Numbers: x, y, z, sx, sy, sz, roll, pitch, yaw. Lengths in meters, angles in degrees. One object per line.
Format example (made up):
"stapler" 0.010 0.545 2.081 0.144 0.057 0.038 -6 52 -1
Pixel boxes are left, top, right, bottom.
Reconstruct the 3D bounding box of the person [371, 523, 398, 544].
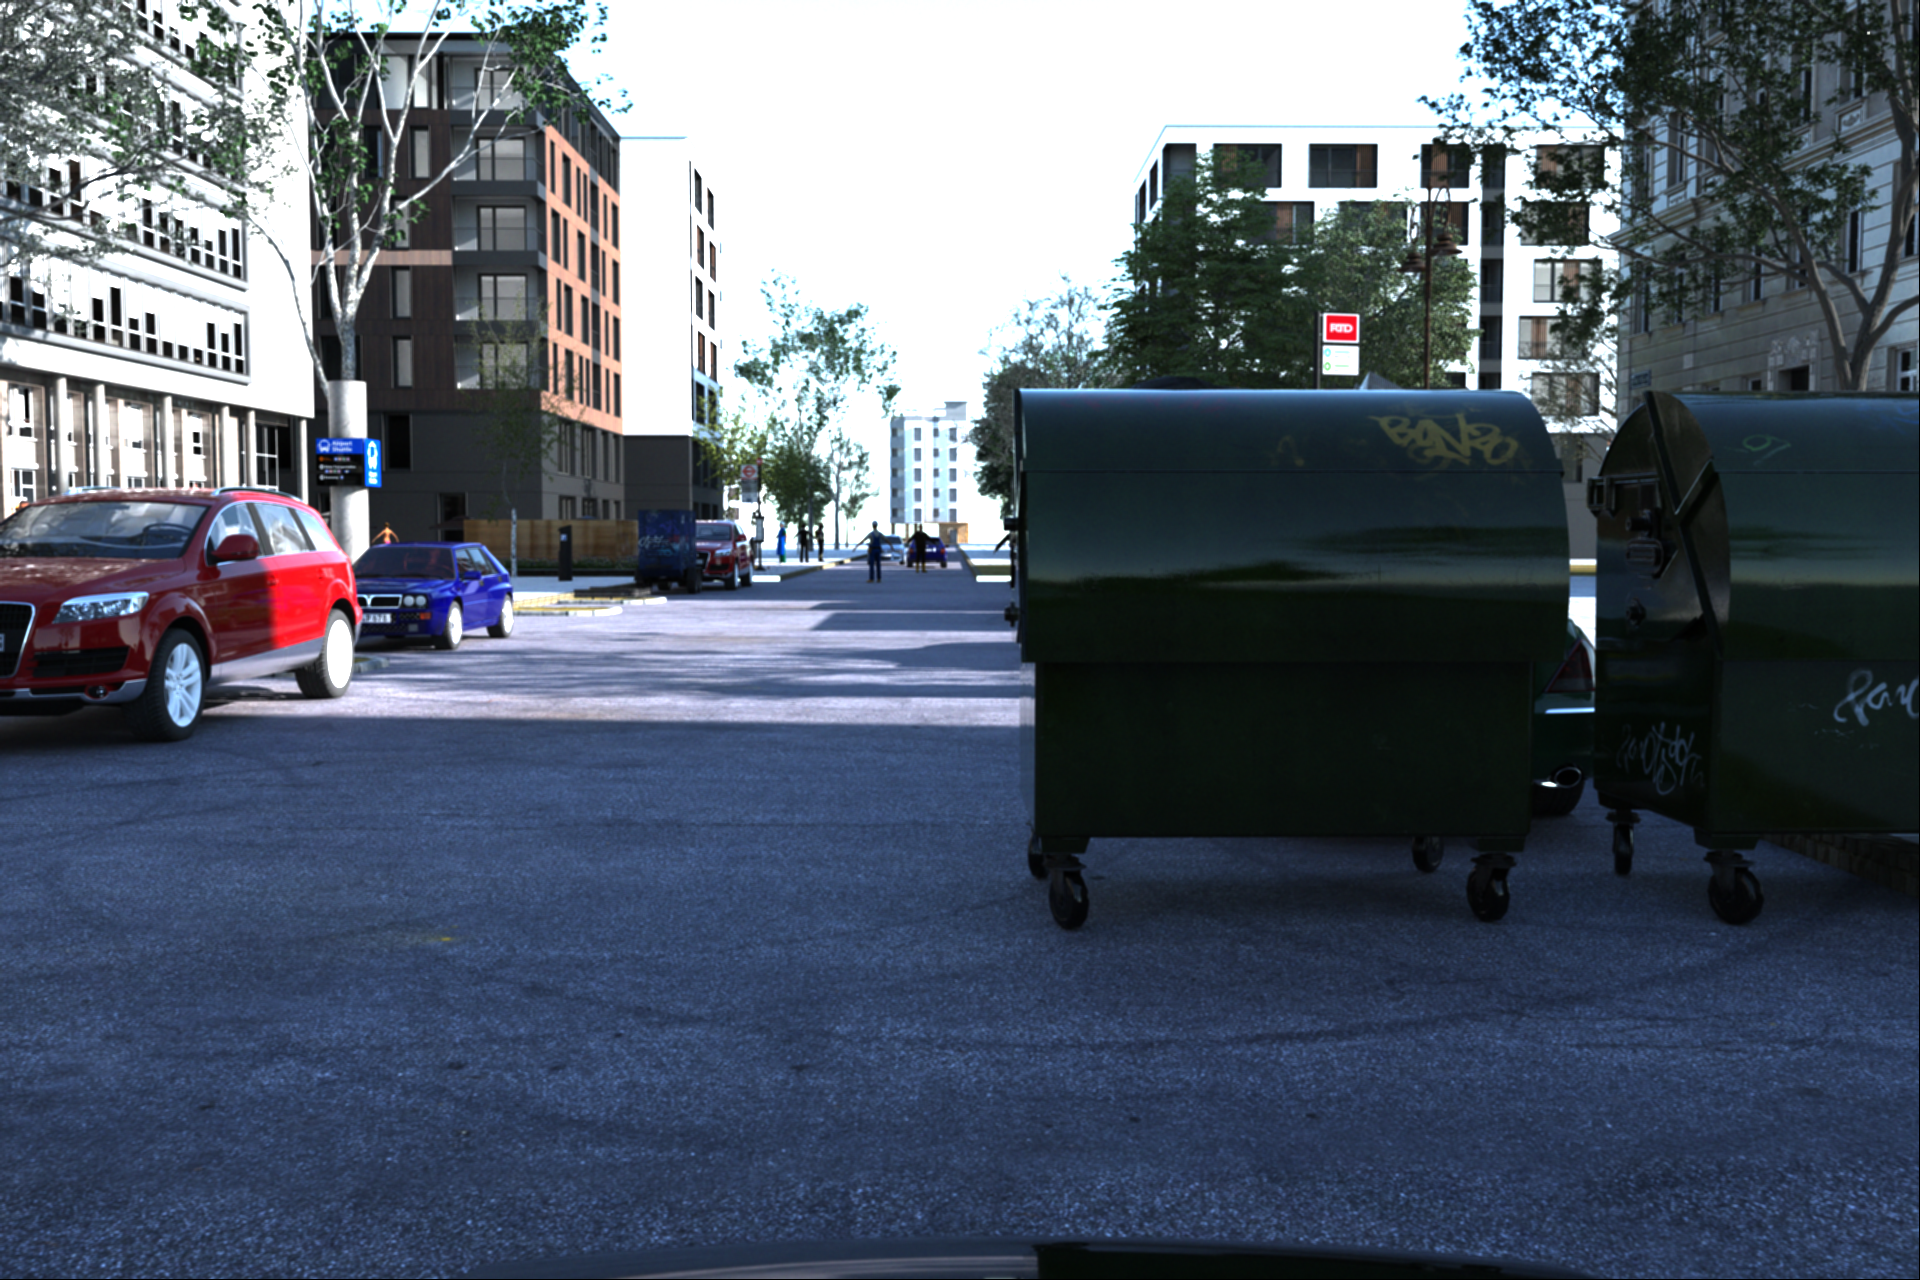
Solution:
"person" -23.027 -3.829 69.410 0.721 1.733 1.217 3 4 38

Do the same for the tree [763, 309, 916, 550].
"tree" -9.938 -17.631 144.161 12.611 20.169 13.585 0 3 0

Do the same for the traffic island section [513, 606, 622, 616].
"traffic island section" -7.198 -0.514 31.275 1.991 0.108 1.994 0 4 0

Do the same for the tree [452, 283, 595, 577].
"tree" -13.463 -6.181 51.418 4.360 8.622 3.978 0 3 0

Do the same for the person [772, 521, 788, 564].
"person" -7.583 -4.116 73.420 0.704 1.817 1.347 -2 4 -31

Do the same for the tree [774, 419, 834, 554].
"tree" -10.355 -9.869 111.725 4.737 8.622 4.395 0 3 0

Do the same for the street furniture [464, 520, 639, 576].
"street furniture" -11.892 -2.909 54.421 11.010 1.723 9.812 0 4 0

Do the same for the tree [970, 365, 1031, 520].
"tree" 5.235 -13.436 126.335 9.857 13.997 8.962 0 3 0

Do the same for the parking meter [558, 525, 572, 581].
"parking meter" -10.822 -2.388 47.462 0.372 1.533 0.369 0 3 0

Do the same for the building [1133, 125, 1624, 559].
"building" 23.975 -15.864 103.359 27.936 21.610 32.646 0 4 -1

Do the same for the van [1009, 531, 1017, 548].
"van" 2.152 -1.838 34.435 2.240 2.365 5.245 0 4 -1

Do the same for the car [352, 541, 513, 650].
"car" -7.092 -0.615 22.635 1.945 1.354 3.894 0 3 0

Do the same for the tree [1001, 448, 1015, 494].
"tree" 4.407 -9.666 108.393 4.737 8.622 4.395 0 3 0

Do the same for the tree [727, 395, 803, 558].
"tree" -10.709 -8.723 92.977 4.737 8.622 4.395 0 3 0

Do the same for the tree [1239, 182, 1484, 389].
"tree" 14.401 -9.612 63.815 9.857 13.997 8.962 0 3 0

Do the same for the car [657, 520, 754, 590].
"car" -6.692 -2.270 45.786 2.281 1.827 5.304 0 3 0

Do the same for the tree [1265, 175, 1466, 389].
"tree" 7.838 -5.271 36.542 4.360 8.622 3.978 0 3 0

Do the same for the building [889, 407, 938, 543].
"building" -9.905 -23.885 249.394 11.380 20.090 16.016 0 4 4

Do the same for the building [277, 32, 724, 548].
"building" -27.919 -14.872 87.137 27.936 21.610 32.646 0 4 -1

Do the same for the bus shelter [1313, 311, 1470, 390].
"bus shelter" 6.198 -3.137 28.929 2.179 5.291 8.768 0 4 0

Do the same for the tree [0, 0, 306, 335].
"tree" -12.845 -6.605 18.363 12.009 13.543 11.850 0 3 0

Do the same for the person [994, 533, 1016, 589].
"person" 1.522 -2.272 45.537 1.347 1.837 0.705 1 4 15

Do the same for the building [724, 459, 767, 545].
"building" -27.643 -16.260 208.000 9.099 9.664 28.070 0 3 0

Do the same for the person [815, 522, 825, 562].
"person" -6.422 -4.560 80.343 0.705 1.856 1.354 0 4 -2

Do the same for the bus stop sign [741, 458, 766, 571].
"bus stop sign" -7.248 -4.408 60.768 0.855 3.939 0.416 0 4 1

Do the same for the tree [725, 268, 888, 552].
"tree" -12.340 -16.521 126.000 12.611 20.169 13.585 0 3 0

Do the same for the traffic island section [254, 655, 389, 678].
"traffic island section" -7.179 0.280 18.286 1.991 0.108 1.994 0 4 0

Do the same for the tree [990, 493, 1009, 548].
"tree" 4.098 -12.574 155.939 4.360 8.622 3.978 0 3 0

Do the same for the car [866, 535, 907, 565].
"car" -3.450 -4.285 82.065 2.014 1.417 4.499 0 4 -1

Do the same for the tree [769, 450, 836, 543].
"tree" -22.986 -21.039 250.646 9.857 13.997 8.962 0 3 0

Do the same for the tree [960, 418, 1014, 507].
"tree" 5.036 -14.479 147.105 12.009 13.543 11.850 0 3 0

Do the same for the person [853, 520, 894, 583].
"person" -2.530 -2.629 51.305 1.347 1.847 0.705 -2 4 -28

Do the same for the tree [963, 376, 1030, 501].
"tree" 4.624 -10.101 99.565 8.767 10.594 7.601 -1 4 -20

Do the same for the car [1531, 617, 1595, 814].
"car" 2.239 0.092 10.293 2.131 1.459 4.920 0 4 0

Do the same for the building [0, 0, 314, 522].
"building" -32.782 -14.365 42.467 19.016 26.051 41.698 0 3 0

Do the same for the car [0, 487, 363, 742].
"car" -6.400 -0.303 13.624 2.281 1.827 5.304 0 4 -1

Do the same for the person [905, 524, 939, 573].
"person" -1.450 -3.421 64.533 1.346 1.812 0.704 -1 4 -21

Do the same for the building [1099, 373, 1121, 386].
"building" 23.120 -20.289 198.188 16.747 18.905 31.486 0 4 -1

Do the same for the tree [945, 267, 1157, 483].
"tree" 4.861 -10.307 78.882 12.009 13.543 11.850 0 3 0

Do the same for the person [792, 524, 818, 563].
"person" -6.906 -4.299 77.003 1.216 1.740 0.721 1 4 11

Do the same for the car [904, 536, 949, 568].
"car" -1.433 -3.805 74.788 1.945 1.354 3.894 0 4 -1

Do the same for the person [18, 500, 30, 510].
"person" -15.426 -1.384 28.542 0.709 1.838 0.599 -1 4 -16

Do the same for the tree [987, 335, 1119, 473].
"tree" 5.014 -10.050 90.068 9.928 11.665 9.643 0 3 0

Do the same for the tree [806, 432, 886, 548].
"tree" -10.551 -13.734 158.964 8.767 10.594 7.601 1 4 19

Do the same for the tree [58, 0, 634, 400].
"tree" -13.685 -11.219 39.314 12.611 20.169 13.585 0 3 0

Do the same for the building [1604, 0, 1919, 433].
"building" 27.510 -15.154 45.030 12.463 27.353 25.104 0 4 -1

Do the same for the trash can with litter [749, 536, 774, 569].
"trash can with litter" -7.487 -3.227 63.813 1.678 1.210 2.233 0 4 -1

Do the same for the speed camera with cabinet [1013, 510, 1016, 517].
"speed camera with cabinet" 2.334 -4.298 64.603 0.660 3.252 2.038 0 4 0

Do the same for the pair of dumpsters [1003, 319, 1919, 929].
"pair of dumpsters" 2.386 -0.112 6.790 4.436 2.255 1.574 0 4 -1

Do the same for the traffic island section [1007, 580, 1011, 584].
"traffic island section" 2.355 -1.655 49.928 1.991 0.108 1.994 0 4 0

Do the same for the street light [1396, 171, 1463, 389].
"street light" 6.074 -3.045 22.570 0.468 5.910 1.993 0 4 0

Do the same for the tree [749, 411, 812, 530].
"tree" -10.569 -9.342 103.105 4.737 8.622 4.395 0 3 0

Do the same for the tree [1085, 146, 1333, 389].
"tree" 7.450 -8.170 51.708 7.486 12.596 7.792 0 3 0

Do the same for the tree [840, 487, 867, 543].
"tree" -15.379 -18.305 249.641 4.737 8.622 4.395 0 3 0

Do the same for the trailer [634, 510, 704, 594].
"trailer" -7.014 -2.080 41.064 1.471 1.999 3.904 0 4 0

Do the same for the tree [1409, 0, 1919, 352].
"tree" 8.581 -5.025 16.577 8.767 10.594 7.601 0 4 -6

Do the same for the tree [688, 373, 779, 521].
"tree" -10.560 -7.948 80.306 4.737 8.622 4.395 0 3 0

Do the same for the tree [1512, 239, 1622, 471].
"tree" 27.028 -9.690 68.809 12.009 13.543 11.850 0 3 0

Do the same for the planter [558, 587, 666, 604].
"planter" -7.231 -0.928 36.313 1.991 0.319 1.994 0 4 -1

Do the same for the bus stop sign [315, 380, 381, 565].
"bus stop sign" -10.586 -2.508 30.023 0.837 3.901 0.837 0 4 0
